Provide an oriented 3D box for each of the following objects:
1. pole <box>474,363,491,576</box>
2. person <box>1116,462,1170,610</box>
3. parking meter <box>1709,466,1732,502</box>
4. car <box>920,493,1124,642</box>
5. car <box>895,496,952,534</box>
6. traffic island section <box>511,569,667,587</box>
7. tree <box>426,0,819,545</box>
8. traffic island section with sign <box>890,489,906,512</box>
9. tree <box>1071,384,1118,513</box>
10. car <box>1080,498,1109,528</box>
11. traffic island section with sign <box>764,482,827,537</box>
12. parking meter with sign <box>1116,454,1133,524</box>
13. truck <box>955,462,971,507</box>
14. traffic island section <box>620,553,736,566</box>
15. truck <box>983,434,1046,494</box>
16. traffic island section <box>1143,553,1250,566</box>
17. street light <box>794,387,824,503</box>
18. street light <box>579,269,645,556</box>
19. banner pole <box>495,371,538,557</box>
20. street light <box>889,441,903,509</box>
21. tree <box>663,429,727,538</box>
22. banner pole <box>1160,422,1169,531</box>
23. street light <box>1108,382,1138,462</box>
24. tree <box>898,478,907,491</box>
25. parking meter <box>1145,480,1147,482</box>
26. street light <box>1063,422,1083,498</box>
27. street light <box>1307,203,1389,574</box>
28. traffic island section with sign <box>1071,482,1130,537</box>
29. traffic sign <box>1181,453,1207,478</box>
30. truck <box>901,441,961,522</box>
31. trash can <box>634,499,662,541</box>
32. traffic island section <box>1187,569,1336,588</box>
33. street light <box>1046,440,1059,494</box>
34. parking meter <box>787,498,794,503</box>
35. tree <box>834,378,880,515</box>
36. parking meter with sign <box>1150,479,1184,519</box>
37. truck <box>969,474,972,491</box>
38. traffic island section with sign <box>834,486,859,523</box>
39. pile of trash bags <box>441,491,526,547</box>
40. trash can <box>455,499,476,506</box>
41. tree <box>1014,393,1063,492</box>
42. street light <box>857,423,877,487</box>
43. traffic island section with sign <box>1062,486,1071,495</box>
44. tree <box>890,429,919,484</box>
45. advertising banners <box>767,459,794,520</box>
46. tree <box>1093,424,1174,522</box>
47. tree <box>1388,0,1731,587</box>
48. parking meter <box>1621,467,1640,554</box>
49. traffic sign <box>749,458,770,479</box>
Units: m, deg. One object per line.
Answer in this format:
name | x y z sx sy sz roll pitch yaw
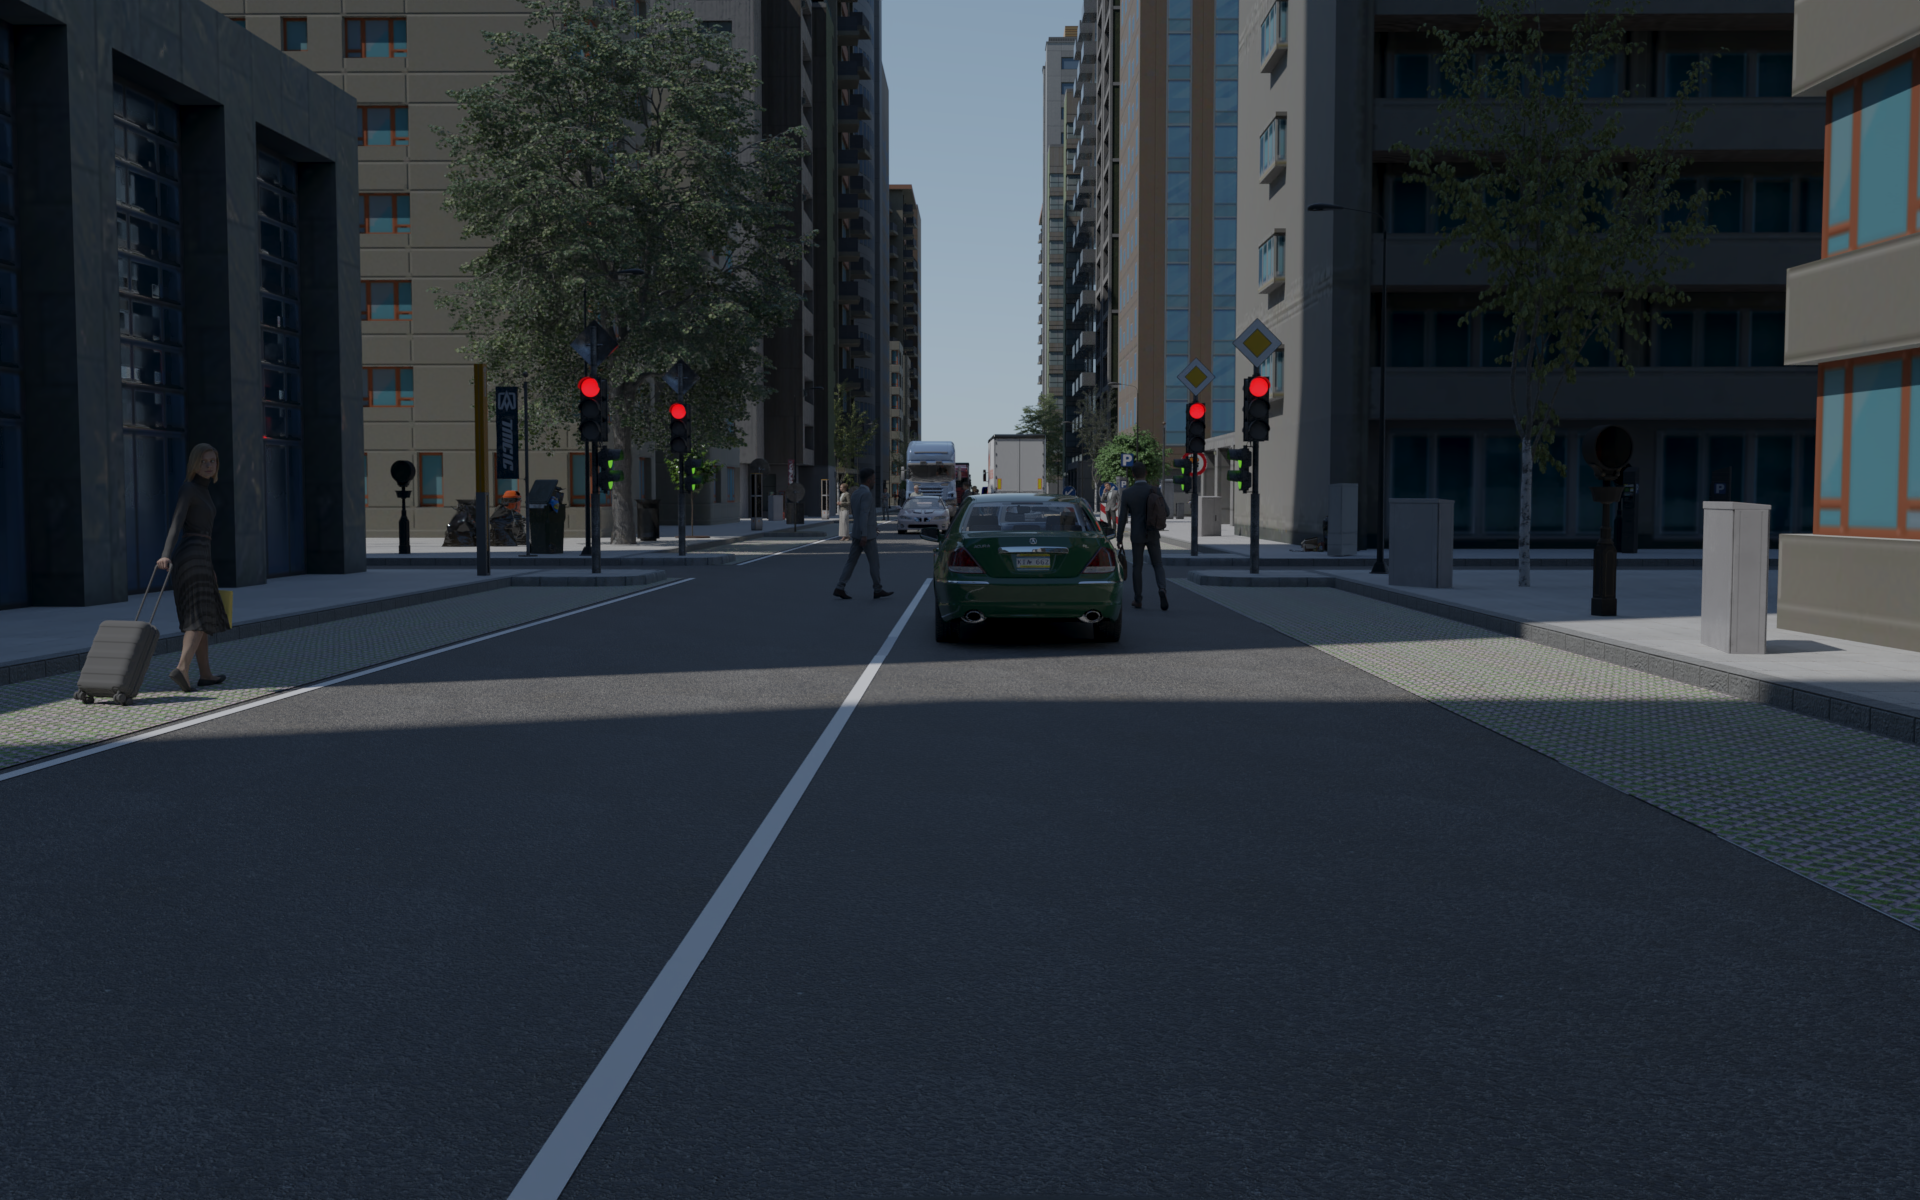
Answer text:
pole | -7.495 -2.038 27.161 0.158 3.312 0.155 0 3 0
person | 2.280 -0.799 21.521 0.622 1.834 0.822 -1 4 -9
parking meter | 16.081 -1.893 36.658 0.399 1.863 0.255 2 4 32
car | 0.637 -0.391 18.197 2.131 1.459 4.920 0 4 -1
car | -1.314 -3.121 63.395 2.083 1.381 4.827 0 3 0
traffic island section | -5.918 -0.356 28.098 2.009 0.180 2.903 0 4 1
tree | -8.473 -8.385 43.751 9.857 13.997 8.962 0 3 0
traffic island section with sign | -4.434 -7.767 135.622 1.989 1.847 2.006 0 4 1
tree | 9.411 -10.191 116.991 4.360 8.622 3.978 0 3 0
car | 1.163 -0.779 24.741 2.014 1.417 4.499 0 4 0
traffic island section with sign | -5.513 -3.032 58.206 1.989 1.847 2.006 0 4 1
parking meter with sign | 7.105 -4.852 75.589 0.543 3.016 1.738 0 4 -7
truck | -0.392 -10.195 155.608 2.839 4.237 11.283 0 4 0
traffic island section | -5.807 -0.844 36.083 2.009 0.180 2.903 0 4 1
truck | 2.690 -5.966 86.462 2.839 4.237 11.283 0 4 -1
traffic island section | 4.883 -0.835 35.930 2.009 0.180 2.903 0 4 1
street light | -6.605 -6.277 75.165 1.470 5.913 1.316 0 4 1
street light | -7.196 -3.873 35.858 1.470 5.913 1.316 0 4 1
banner pole | -9.105 -2.781 35.487 0.863 3.779 0.401 0 4 3
street light | -5.662 -10.990 152.226 1.470 5.913 1.316 0 4 1
tree | -7.918 -3.420 50.513 1.663 3.219 1.824 0 3 0
banner pole | 7.077 -4.298 60.283 0.401 3.779 0.863 0 4 4
street light | 6.838 -6.088 72.082 1.470 5.913 1.316 0 4 1
tree | -6.060 -11.623 184.635 1.663 3.219 1.824 0 3 0
parking meter | 7.793 -4.185 74.130 0.399 1.863 0.255 2 4 35
street light | 7.306 -8.465 110.936 1.470 5.913 1.316 0 4 1
street light | 6.240 -3.380 27.798 1.470 5.913 1.316 0 4 1
traffic island section with sign | 4.872 -3.054 58.554 1.989 1.847 2.006 0 4 1
traffic sign | 6.752 -3.057 50.084 0.768 2.556 0.104 0 4 2
truck | -1.479 -6.363 93.799 2.967 4.110 18.799 0 4 0
trash can | -8.532 -2.186 47.399 0.748 1.137 0.748 0 3 0
traffic island section | 4.772 -0.346 27.945 2.009 0.180 2.903 0 4 1
street light | 7.862 -10.745 148.221 1.470 5.913 1.316 0 4 1
parking meter | -8.030 -4.501 82.005 0.372 1.533 0.369 0 3 0
tree | -7.420 -9.664 108.361 4.737 8.622 4.395 0 3 0
parking meter with sign | 10.511 -5.611 88.002 1.738 3.016 0.543 -1 4 -9
truck | 0.325 -15.847 248.005 2.839 4.237 11.283 0 4 0
traffic island section with sign | -5.129 -4.681 85.159 1.989 1.847 2.006 0 4 1
pile of trash bags | -11.691 -2.067 43.541 1.912 1.369 3.447 0 4 2
trash can | -13.122 -2.125 46.392 0.748 1.137 0.748 0 3 0
tree | 9.441 -16.852 193.662 7.486 12.596 7.792 0 3 0
street light | -6.145 -8.614 113.372 1.470 5.913 1.316 0 4 1
traffic island section with sign | 5.244 -4.702 85.507 1.989 1.847 2.006 0 4 1
tree | -6.103 -14.571 188.605 4.360 8.622 3.978 0 3 0
advertising banners | -8.867 -5.488 85.910 0.090 3.025 2.074 2 4 35
tree | 7.954 -5.818 78.835 4.285 4.588 4.351 0 3 0
tree | 8.069 -4.489 23.758 4.737 8.622 4.395 0 3 0
parking meter | 14.484 -1.939 37.414 0.255 1.863 0.399 3 4 36
traffic sign | -7.138 -3.761 61.606 0.768 2.556 0.104 1 4 11
